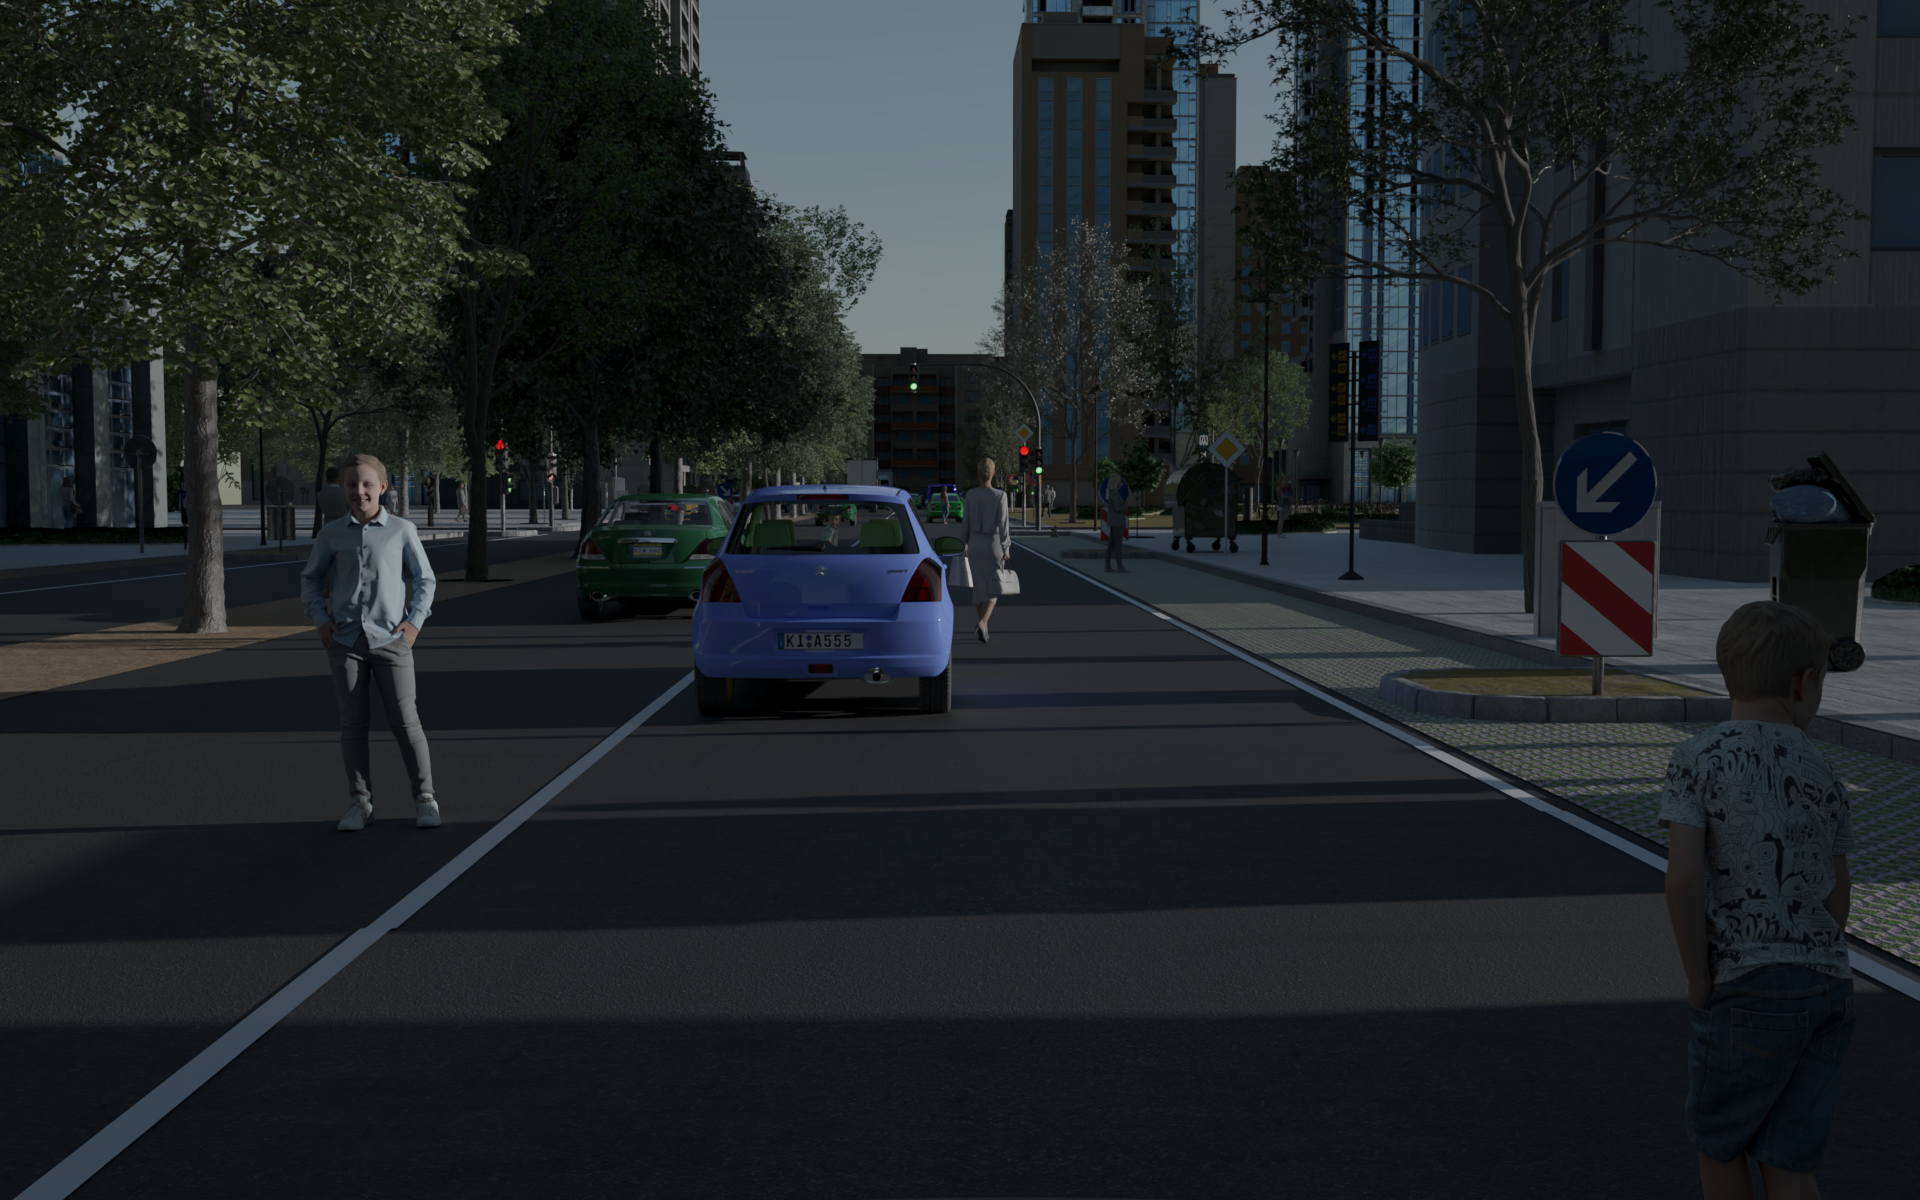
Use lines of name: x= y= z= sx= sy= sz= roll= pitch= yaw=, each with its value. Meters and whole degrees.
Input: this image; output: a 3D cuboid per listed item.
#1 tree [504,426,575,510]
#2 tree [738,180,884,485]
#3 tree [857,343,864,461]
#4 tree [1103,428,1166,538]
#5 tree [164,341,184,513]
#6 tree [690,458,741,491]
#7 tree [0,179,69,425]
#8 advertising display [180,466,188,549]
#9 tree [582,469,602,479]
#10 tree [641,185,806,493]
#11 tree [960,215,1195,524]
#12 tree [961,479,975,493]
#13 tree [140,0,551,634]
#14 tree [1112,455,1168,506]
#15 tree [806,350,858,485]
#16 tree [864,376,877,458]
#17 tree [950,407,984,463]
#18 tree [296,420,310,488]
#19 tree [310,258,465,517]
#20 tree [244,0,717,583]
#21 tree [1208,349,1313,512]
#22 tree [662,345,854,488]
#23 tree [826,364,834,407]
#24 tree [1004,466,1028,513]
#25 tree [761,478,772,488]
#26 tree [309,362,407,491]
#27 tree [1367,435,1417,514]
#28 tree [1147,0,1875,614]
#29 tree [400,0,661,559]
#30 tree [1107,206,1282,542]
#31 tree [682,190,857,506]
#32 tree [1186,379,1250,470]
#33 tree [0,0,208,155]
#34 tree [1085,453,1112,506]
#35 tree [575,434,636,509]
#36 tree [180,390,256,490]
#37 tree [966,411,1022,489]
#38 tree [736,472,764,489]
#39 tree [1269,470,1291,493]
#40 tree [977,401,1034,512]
tree: x=-23.444 y=-8.823 z=94.611 sx=4.360 sy=8.622 sz=3.978 roll=0 pitch=3 yaw=0
tree: x=-11.313 y=-15.063 z=104.627 sx=12.611 sy=20.169 sz=13.585 roll=0 pitch=3 yaw=0
tree: x=-9.913 y=-11.211 z=92.417 sx=9.857 sy=13.997 sz=8.962 roll=0 pitch=3 yaw=0
tree: x=5.274 y=-3.413 z=50.407 sx=1.663 sy=3.219 sz=1.824 roll=0 pitch=3 yaw=0
tree: x=-67.090 y=-14.269 z=135.124 sx=18.604 sy=14.587 sz=13.155 roll=0 pitch=4 yaw=-5
tree: x=-20.476 y=-11.760 z=142.643 sx=4.737 sy=8.622 sz=4.395 roll=0 pitch=3 yaw=0
tree: x=-21.792 y=-5.342 z=37.699 sx=4.360 sy=8.622 sz=3.978 roll=0 pitch=3 yaw=0
advertising display: x=-17.581 y=-2.118 z=39.842 sx=0.974 sy=1.923 sz=0.123 roll=2 pitch=4 yaw=32
tree: x=-27.033 y=-10.725 z=125.716 sx=4.737 sy=8.622 sz=4.395 roll=0 pitch=3 yaw=0
tree: x=-9.261 y=-8.295 z=56.214 sx=7.486 sy=12.596 sz=7.792 roll=0 pitch=3 yaw=0
tree: x=5.058 y=-10.098 z=75.465 sx=12.009 sy=13.543 sz=11.850 roll=0 pitch=3 yaw=0
tree: x=0.915 y=-13.594 z=216.855 sx=1.663 sy=3.219 sz=1.824 roll=0 pitch=3 yaw=0
tree: x=-7.926 y=-5.955 z=17.952 sx=7.486 sy=12.596 sz=7.792 roll=0 pitch=3 yaw=0
tree: x=13.974 y=-8.996 z=130.793 sx=4.285 sy=4.588 sz=4.351 roll=0 pitch=3 yaw=0
tree: x=-10.635 y=-11.911 z=115.328 sx=7.486 sy=12.596 sz=7.792 roll=0 pitch=3 yaw=0
tree: x=-10.418 y=-13.183 z=124.647 sx=9.857 sy=13.997 sz=8.962 roll=0 pitch=3 yaw=0
tree: x=3.395 y=-12.214 z=134.113 sx=8.767 sy=10.594 sz=7.601 roll=0 pitch=4 yaw=-1
tree: x=-43.562 y=-10.355 z=119.667 sx=4.360 sy=8.622 sz=3.978 roll=0 pitch=3 yaw=0
tree: x=-30.746 y=-11.535 z=95.245 sx=9.857 sy=13.997 sz=8.962 roll=0 pitch=3 yaw=0
tree: x=-7.753 y=-6.087 z=27.737 sx=9.928 sy=11.665 sz=9.643 roll=0 pitch=3 yaw=0
tree: x=21.311 y=-12.069 z=123.087 sx=9.928 sy=11.665 sz=9.643 roll=0 pitch=3 yaw=0
tree: x=-9.219 y=-8.950 z=83.208 sx=8.767 sy=10.594 sz=7.601 roll=0 pitch=4 yaw=-1
tree: x=-8.386 y=-7.837 z=47.597 sx=9.611 sy=12.733 sz=9.660 roll=0 pitch=3 yaw=0
tree: x=3.866 y=-7.568 z=118.331 sx=1.663 sy=3.219 sz=1.824 roll=0 pitch=3 yaw=0
tree: x=-22.245 y=-12.784 z=203.623 sx=1.663 sy=3.219 sz=1.824 roll=0 pitch=3 yaw=0
tree: x=-28.155 y=-8.091 z=82.650 sx=4.360 sy=8.622 sz=3.978 roll=0 pitch=3 yaw=0
tree: x=24.178 y=-6.895 z=96.450 sx=4.285 sy=4.588 sz=4.351 roll=0 pitch=3 yaw=0
tree: x=5.993 y=-5.150 z=18.608 sx=7.601 sy=10.594 sz=8.767 roll=3 pitch=5 yaw=39
tree: x=-8.117 y=-7.244 z=37.907 sx=9.611 sy=12.733 sz=9.660 roll=0 pitch=3 yaw=0
tree: x=5.808 y=-5.774 z=44.762 sx=4.360 sy=8.622 sz=3.978 roll=0 pitch=3 yaw=0
tree: x=-9.168 y=-10.051 z=73.448 sx=9.857 sy=13.997 sz=8.962 roll=0 pitch=3 yaw=0
tree: x=16.333 y=-9.850 z=111.413 sx=4.737 sy=8.622 sz=4.395 roll=0 pitch=3 yaw=0
tree: x=-7.707 y=-4.496 z=10.387 sx=8.767 sy=10.594 sz=7.601 roll=0 pitch=4 yaw=-1
tree: x=11.462 y=-9.437 z=138.008 sx=4.285 sy=4.588 sz=4.351 roll=0 pitch=3 yaw=0
tree: x=-22.565 y=-9.858 z=111.535 sx=4.360 sy=8.622 sz=3.978 roll=0 pitch=3 yaw=0
tree: x=-41.269 y=-8.938 z=96.495 sx=4.737 sy=8.622 sz=4.395 roll=0 pitch=3 yaw=0
tree: x=3.582 y=-12.360 z=152.442 sx=4.737 sy=8.622 sz=4.395 roll=0 pitch=3 yaw=0
tree: x=-21.659 y=-11.932 z=178.803 sx=4.285 sy=4.588 sz=4.351 roll=0 pitch=3 yaw=0
tree: x=25.868 y=-8.837 z=139.092 sx=1.663 sy=3.219 sz=1.824 roll=0 pitch=3 yaw=0
tree: x=3.616 y=-10.804 z=127.007 sx=4.360 sy=8.622 sz=3.978 roll=0 pitch=3 yaw=0
